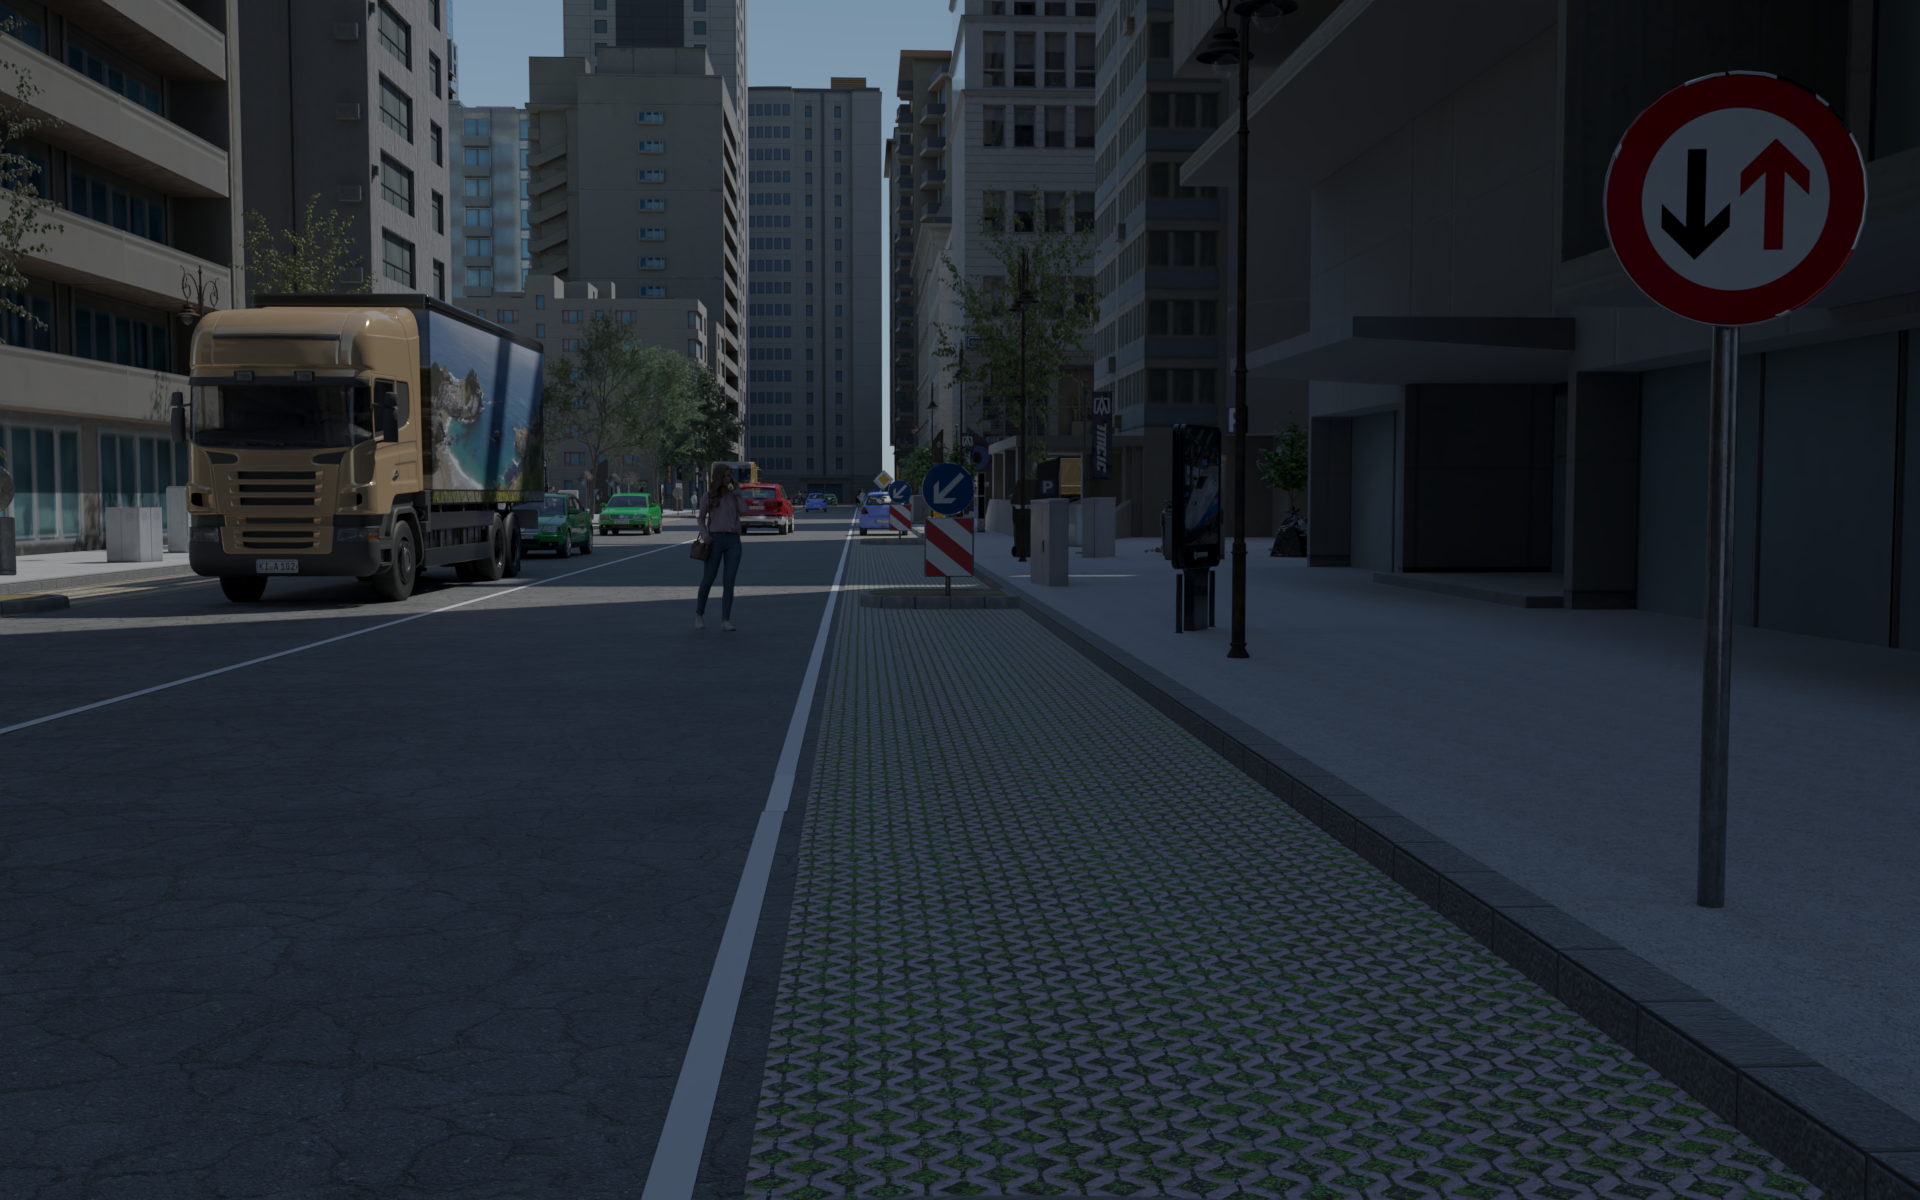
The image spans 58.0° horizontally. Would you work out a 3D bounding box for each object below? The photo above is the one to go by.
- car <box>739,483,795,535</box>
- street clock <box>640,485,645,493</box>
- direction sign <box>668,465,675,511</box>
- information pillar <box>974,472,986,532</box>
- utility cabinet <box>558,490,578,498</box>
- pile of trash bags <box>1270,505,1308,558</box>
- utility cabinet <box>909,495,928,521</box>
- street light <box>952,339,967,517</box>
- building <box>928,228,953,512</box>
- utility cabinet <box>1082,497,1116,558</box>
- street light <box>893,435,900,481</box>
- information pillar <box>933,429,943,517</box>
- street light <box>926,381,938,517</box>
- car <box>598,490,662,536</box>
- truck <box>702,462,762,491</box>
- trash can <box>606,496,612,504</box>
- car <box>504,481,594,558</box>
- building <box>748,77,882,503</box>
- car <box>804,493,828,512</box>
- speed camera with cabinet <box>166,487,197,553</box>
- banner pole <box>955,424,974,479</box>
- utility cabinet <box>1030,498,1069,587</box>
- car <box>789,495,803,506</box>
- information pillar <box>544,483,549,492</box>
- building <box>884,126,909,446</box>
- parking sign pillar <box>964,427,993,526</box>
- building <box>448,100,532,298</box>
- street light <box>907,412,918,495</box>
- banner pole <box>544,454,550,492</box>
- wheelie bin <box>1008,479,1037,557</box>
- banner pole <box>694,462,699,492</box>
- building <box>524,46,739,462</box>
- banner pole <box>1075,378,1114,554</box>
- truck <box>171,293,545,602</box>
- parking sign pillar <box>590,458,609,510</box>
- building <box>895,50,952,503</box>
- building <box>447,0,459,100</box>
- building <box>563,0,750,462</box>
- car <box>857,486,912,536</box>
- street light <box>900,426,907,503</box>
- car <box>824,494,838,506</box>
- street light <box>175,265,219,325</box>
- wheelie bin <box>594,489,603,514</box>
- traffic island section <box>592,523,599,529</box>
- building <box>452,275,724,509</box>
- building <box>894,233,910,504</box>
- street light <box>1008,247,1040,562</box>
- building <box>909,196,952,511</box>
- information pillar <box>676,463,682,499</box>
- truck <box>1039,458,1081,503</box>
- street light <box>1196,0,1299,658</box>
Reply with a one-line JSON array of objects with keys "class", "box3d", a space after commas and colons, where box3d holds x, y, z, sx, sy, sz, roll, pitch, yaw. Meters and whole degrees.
[{"class": "car", "box3d": [-7.101, -3.274, 62.200, 2.281, 1.827, 5.304, 0, 4, -2]}, {"class": "street clock", "box3d": [-25.428, -8.193, 138.518, 0.471, 2.002, 0.358, 1, 4, 16]}, {"class": "direction sign", "box3d": [-22.468, -8.743, 134.944, 0.876, 3.537, 0.379, 3, 5, 40]}, {"class": "information pillar", "box3d": [0.661, -3.273, 57.999, 0.304, 2.012, 0.304, -1, 4, -22]}, {"class": "utility cabinet", "box3d": [-24.115, -5.990, 106.618, 1.173, 1.500, 0.318, 0, 4, 4]}, {"class": "pile of trash bags", "box3d": [8.111, -1.600, 35.918, 3.447, 1.369, 1.912, -3, 5, -41]}, {"class": "utility cabinet", "box3d": [-1.945, -4.348, 82.255, 0.306, 1.237, 1.020, 3, 5, 42]}, {"class": "street light", "box3d": [0.039, -4.834, 51.817, 0.468, 5.910, 1.993, 0, 4, -3]}, {"class": "building", "box3d": [3.399, -16.009, 116.502, 10.420, 20.320, 16.860, 0, 4, -3]}, {"class": "utility cabinet", "box3d": [2.818, -1.469, 35.185, 0.306, 1.237, 1.020, 2, 4, 29]}, {"class": "street light", "box3d": [-4.767, -9.902, 134.680, 0.468, 5.910, 1.993, 0, 4, -3]}, {"class": "information pillar", "box3d": [-0.777, -4.353, 62.527, 0.183, 3.616, 0.504, -3, 5, -42]}, {"class": "street light", "box3d": [-1.137, -6.003, 70.943, 0.468, 5.910, 1.993, 0, 4, -3]}, {"class": "car", "box3d": [-11.644, -3.210, 61.285, 1.959, 1.807, 4.718, 0, 4, -3]}, {"class": "truck", "box3d": [-13.725, -6.735, 106.035, 3.469, 3.379, 9.791, 0, 4, -4]}, {"class": "trash can", "box3d": [-25.763, -7.103, 127.795, 0.748, 1.137, 0.748, 0, 3, 0]}, {"class": "car", "box3d": [-9.637, -1.904, 39.923, 1.959, 1.807, 4.718, 0, 4, -2]}, {"class": "building", "box3d": [-25.291, -43.156, 247.604, 28.212, 58.520, 21.231, 0, 4, -3]}, {"class": "car", "box3d": [-11.371, -7.790, 136.954, 1.945, 1.707, 3.694, 0, 4, -5]}, {"class": "speed camera with cabinet", "box3d": [-16.708, -2.706, 38.575, 0.660, 3.252, 2.038, 1, 4, 19]}, {"class": "banner pole", "box3d": [0.108, -4.420, 62.284, 0.863, 3.779, 0.401, 0, 4, -2]}, {"class": "utility cabinet", "box3d": [1.256, -0.815, 24.492, 0.306, 1.237, 1.020, -1, 4, -13]}, {"class": "car", "box3d": [-20.516, -12.426, 215.750, 1.945, 1.354, 3.894, 0, 4, -1]}, {"class": "information pillar", "box3d": [-27.303, -6.717, 114.320, 0.304, 2.012, 0.304, -1, 4, -21]}, {"class": "building", "box3d": [2.828, -40.627, 253.488, 27.495, 52.752, 28.713, 0, 4, -3]}, {"class": "parking sign pillar", "box3d": [0.819, -4.950, 69.401, 1.447, 3.967, 1.447, 2, 4, 27]}, {"class": "building", "box3d": [-63.509, -36.340, 213.764, 30.456, 49.044, 23.786, 0, 4, -3]}, {"class": "street light", "box3d": [-2.551, -7.562, 96.420, 0.468, 5.910, 1.993, 0, 4, -3]}, {"class": "banner pole", "box3d": [-26.014, -7.260, 108.724, 0.863, 3.779, 0.401, -1, 4, -22]}, {"class": "wheelie bin", "box3d": [1.433, -1.676, 35.304, 0.980, 1.594, 0.693, 2, 4, 29]}, {"class": "banner pole", "box3d": [-20.702, -8.923, 135.903, 0.401, 3.779, 0.863, 2, 4, 24]}, {"class": "building", "box3d": [-36.065, -34.768, 192.154, 21.300, 48.544, 21.600, 0, 4, -3]}, {"class": "banner pole", "box3d": [2.895, -2.886, 37.207, 0.863, 3.779, 0.401, 2, 4, 25]}, {"class": "truck", "box3d": [-8.710, -2.298, 26.492, 2.839, 4.237, 11.283, 0, 4, -2]}, {"class": "parking sign pillar", "box3d": [-26.979, -8.636, 129.669, 1.447, 3.967, 1.447, 0, 4, -7]}, {"class": "building", "box3d": [4.820, -31.587, 171.068, 22.147, 44.769, 28.867, 0, 4, -3]}, {"class": "building", "box3d": [-83.812, -56.938, 243.605, 31.000, 86.520, 22.319, 0, 4, -3]}, {"class": "building", "box3d": [-37.353, -47.635, 217.080, 20.611, 71.187, 20.563, 0, 4, -3]}, {"class": "car", "box3d": [-2.652, -3.117, 60.555, 1.945, 1.707, 3.694, 0, 4, -2]}, {"class": "street light", "box3d": [-3.582, -8.732, 115.555, 0.468, 5.910, 1.993, 0, 4, -3]}, {"class": "car", "box3d": [-15.714, -12.039, 208.631, 2.131, 1.459, 4.920, 0, 4, -2]}, {"class": "street light", "box3d": [-15.340, -3.813, 35.130, 0.468, 5.910, 1.993, 0, 4, -3]}, {"class": "wheelie bin", "box3d": [-23.302, -6.311, 111.093, 0.693, 1.594, 0.980, -3, 5, -41]}, {"class": "traffic island section", "box3d": [-15.742, -3.461, 78.872, 2.009, 0.180, 2.903, 0, 4, -3]}, {"class": "building", "box3d": [-37.811, -19.715, 167.379, 27.650, 21.520, 28.899, 0, 4, -3]}, {"class": "building", "box3d": [-0.400, -25.809, 193.671, 14.160, 30.474, 14.107, 0, 4, -3]}, {"class": "street light", "box3d": [1.190, -3.664, 32.689, 0.468, 5.910, 1.993, 0, 4, -3]}, {"class": "building", "box3d": [4.365, -18.755, 139.931, 16.112, 22.955, 30.059, 0, 4, -3]}, {"class": "information pillar", "box3d": [-21.425, -8.611, 132.138, 0.504, 3.616, 0.183, -2, 4, -34]}, {"class": "truck", "box3d": [7.417, -4.894, 75.934, 9.791, 3.379, 3.469, 0, 4, -2]}, {"class": "street light", "box3d": [2.184, -2.485, 13.418, 0.468, 5.910, 1.993, 0, 4, -3]}]
